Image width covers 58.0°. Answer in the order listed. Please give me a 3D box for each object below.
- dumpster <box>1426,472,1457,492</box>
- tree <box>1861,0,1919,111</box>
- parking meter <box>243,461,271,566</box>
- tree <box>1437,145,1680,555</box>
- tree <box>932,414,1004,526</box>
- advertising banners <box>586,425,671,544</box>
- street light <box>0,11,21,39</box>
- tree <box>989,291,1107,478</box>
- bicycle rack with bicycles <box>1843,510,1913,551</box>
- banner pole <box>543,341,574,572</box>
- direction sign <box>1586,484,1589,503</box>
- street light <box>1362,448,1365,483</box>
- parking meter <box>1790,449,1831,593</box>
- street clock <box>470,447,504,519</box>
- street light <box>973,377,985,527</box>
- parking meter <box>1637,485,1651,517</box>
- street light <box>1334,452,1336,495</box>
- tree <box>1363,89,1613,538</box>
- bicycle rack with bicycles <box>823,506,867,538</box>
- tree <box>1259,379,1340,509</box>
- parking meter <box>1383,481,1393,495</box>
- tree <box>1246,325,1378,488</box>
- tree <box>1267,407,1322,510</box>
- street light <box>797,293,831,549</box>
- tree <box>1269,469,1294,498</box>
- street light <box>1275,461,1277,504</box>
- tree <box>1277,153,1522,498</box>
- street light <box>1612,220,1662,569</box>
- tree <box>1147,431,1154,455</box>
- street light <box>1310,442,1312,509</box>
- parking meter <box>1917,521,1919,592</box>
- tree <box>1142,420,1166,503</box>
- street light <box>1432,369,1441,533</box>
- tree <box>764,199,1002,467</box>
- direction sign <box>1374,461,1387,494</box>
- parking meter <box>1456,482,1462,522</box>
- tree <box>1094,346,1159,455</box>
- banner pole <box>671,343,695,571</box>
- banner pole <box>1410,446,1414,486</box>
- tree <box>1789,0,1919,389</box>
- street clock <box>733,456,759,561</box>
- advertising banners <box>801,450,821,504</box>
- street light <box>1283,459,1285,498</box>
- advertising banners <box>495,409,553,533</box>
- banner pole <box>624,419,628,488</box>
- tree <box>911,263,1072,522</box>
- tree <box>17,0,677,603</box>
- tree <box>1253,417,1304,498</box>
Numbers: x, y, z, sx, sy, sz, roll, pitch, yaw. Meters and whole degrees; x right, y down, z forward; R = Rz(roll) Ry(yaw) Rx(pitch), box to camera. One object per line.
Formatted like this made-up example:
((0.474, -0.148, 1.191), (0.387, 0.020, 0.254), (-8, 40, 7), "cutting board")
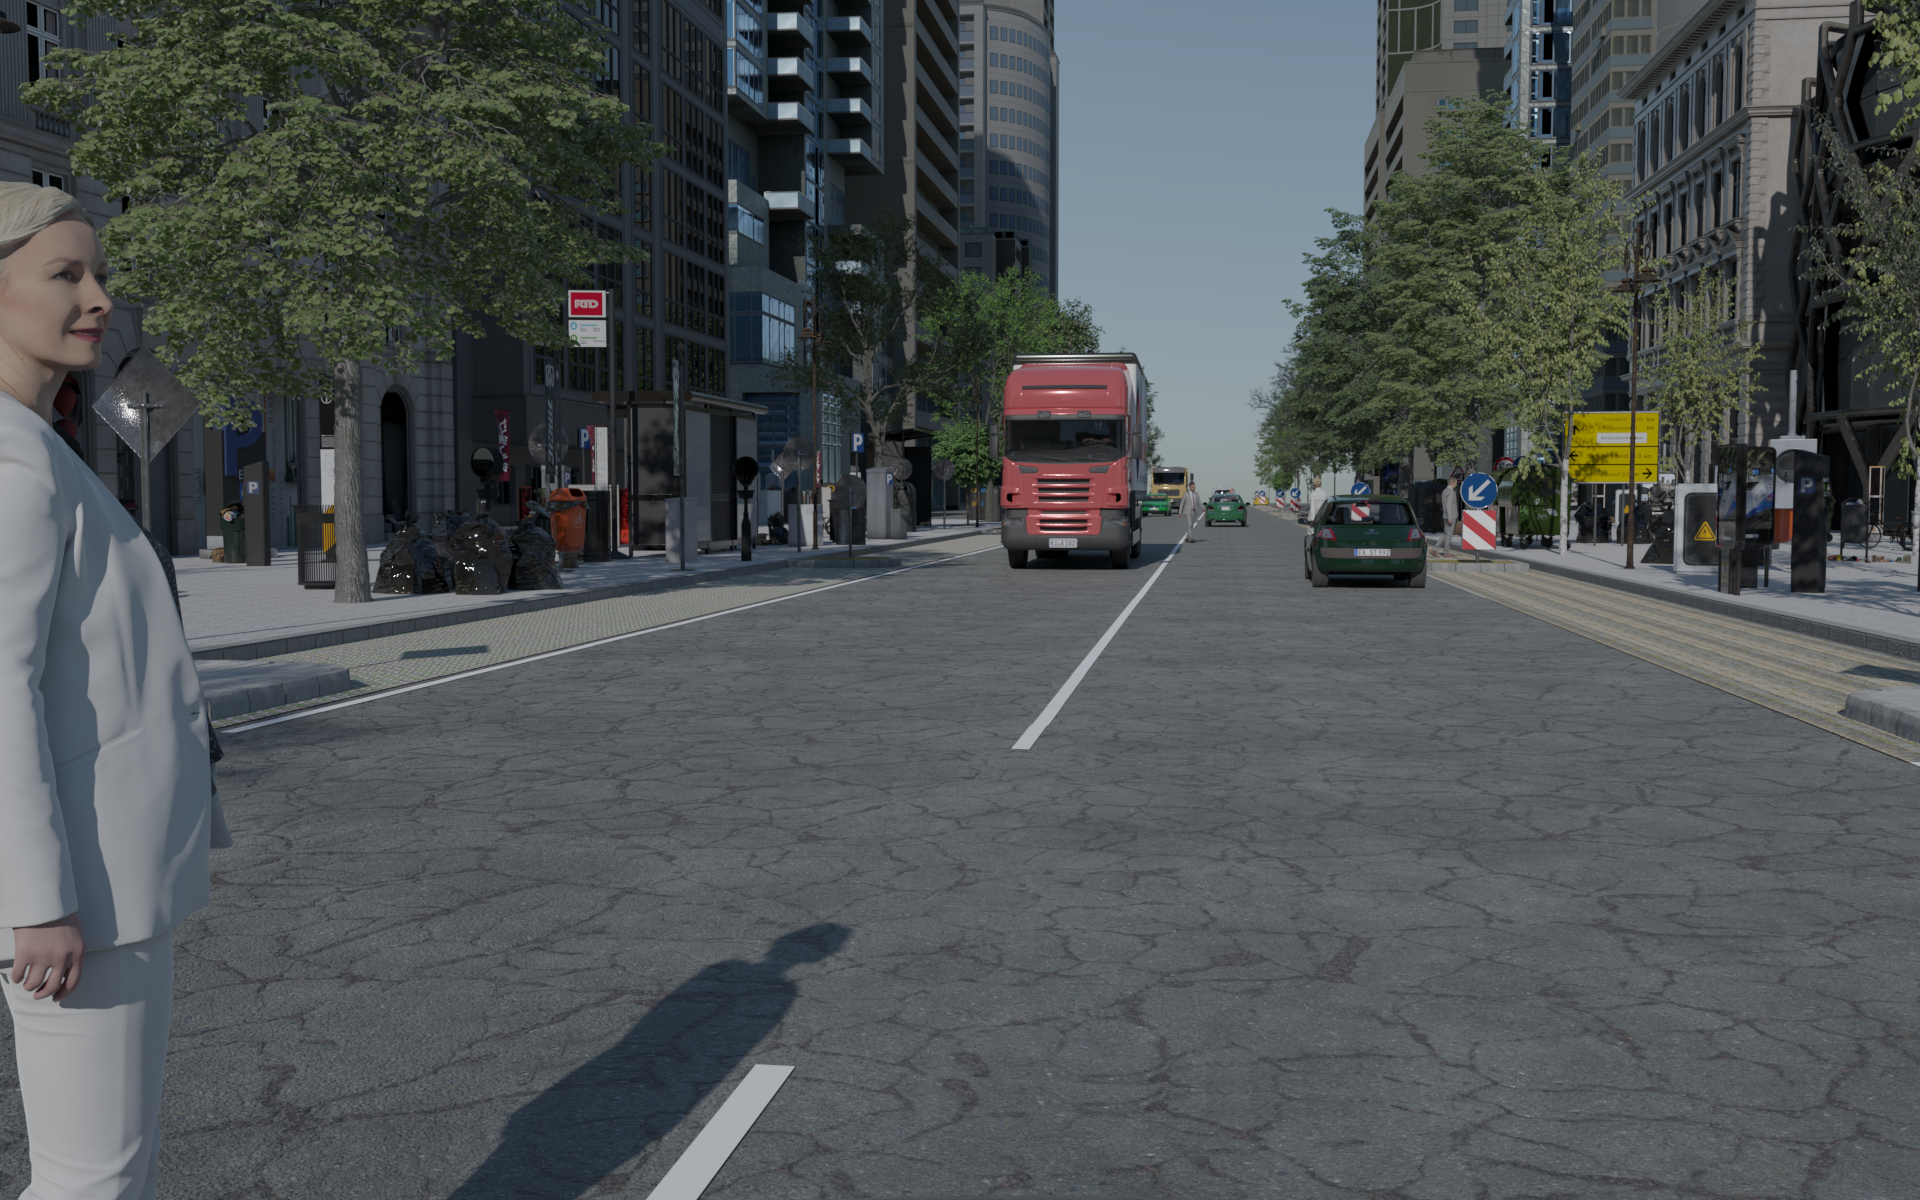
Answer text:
((21.387, -4.581, 77.391), (1.502, 2.255, 1.985), (1, 4, 8), "dumpster")
((9.449, -3.939, 14.766), (4.737, 8.622, 4.395), (0, 3, 0), "tree")
((-12.501, -1.534, 30.786), (0.399, 1.863, 0.255), (0, 4, 8), "parking meter")
((12.540, -5.266, 36.462), (4.737, 8.622, 4.395), (0, 3, 0), "tree")
((0.394, -5.280, 70.040), (4.285, 4.588, 4.351), (0, 3, 0), "tree")
((-8.477, -2.935, 44.181), (2.074, 3.025, 0.090), (-2, 4, -24), "advertising banners")
((-7.450, -2.427, 12.464), (0.468, 5.910, 1.993), (1, 4, 8), "street light")
((5.415, -11.062, 97.877), (9.611, 12.733, 9.660), (0, 3, 0), "tree")
((22.030, -1.626, 39.971), (2.925, 0.926, 2.852), (-1, 4, -16), "bicycle rack with bicycles")
((-6.597, -2.333, 28.170), (0.401, 3.779, 0.863), (0, 4, 7), "banner pole")
((24.053, -4.548, 66.360), (0.379, 3.537, 0.876), (1, 4, 12), "direction sign")
((19.489, -6.779, 83.623), (0.468, 5.910, 1.993), (1, 4, 8), "street light")
((11.053, -1.026, 22.493), (0.255, 1.863, 0.399), (-3, 5, -40), "parking meter")
((-7.264, -1.351, 26.653), (0.471, 2.002, 0.358), (2, 4, 26), "street clock")
((0.667, -5.746, 66.729), (0.468, 5.910, 1.993), (1, 4, 8), "street light")
((19.019, -2.432, 48.178), (0.372, 1.533, 0.369), (0, 3, 0), "parking meter")
((22.799, -8.105, 105.299), (0.468, 5.910, 1.993), (1, 4, 8), "street light")
((14.978, -8.023, 49.298), (7.486, 12.596, 7.792), (0, 3, 0), "tree")
((-3.227, -2.344, 51.712), (2.925, 0.926, 2.852), (0, 4, 6), "bicycle rack with bicycles")
((30.295, -13.601, 148.129), (9.928, 11.665, 9.643), (0, 3, 0), "tree")
((19.578, -4.495, 79.210), (0.399, 1.863, 0.255), (0, 4, -4), "parking meter")
((25.187, -12.912, 121.485), (12.009, 13.543, 11.850), (0, 3, 0), "tree")
((27.805, -11.546, 139.139), (4.360, 8.622, 3.978), (0, 3, 0), "tree")
((-3.355, -4.111, 39.995), (0.468, 5.910, 1.993), (1, 4, 8), "street light")
((41.266, -14.605, 222.510), (4.285, 4.588, 4.351), (0, 3, 0), "tree")
((39.231, -14.803, 214.820), (0.468, 5.910, 1.993), (1, 4, 8), "street light")
((17.185, -9.797, 66.836), (9.857, 13.997, 8.962), (0, 3, 0), "tree")
((11.505, -3.473, 29.570), (0.468, 5.910, 1.993), (1, 4, 8), "street light")
((16.146, -15.352, 176.762), (9.928, 11.665, 9.643), (0, 3, 0), "tree")
((26.783, -9.740, 132.038), (0.468, 5.910, 1.993), (1, 4, 8), "street light")
((12.780, -0.874, 22.694), (0.372, 1.533, 0.369), (0, 3, 0), "parking meter")
((14.495, -13.791, 159.901), (8.767, 10.594, 7.601), (0, 4, -6), "tree")
((15.472, -5.109, 56.312), (0.468, 5.910, 1.993), (1, 4, 8), "street light")
((-2.307, -7.323, 54.145), (8.767, 10.594, 7.601), (2, 4, 30), "tree")
((18.535, -5.159, 76.348), (0.876, 3.537, 0.379), (-3, 5, -40), "direction sign")
((22.597, -4.430, 78.142), (0.399, 1.863, 0.255), (1, 4, 22), "parking meter")
((12.357, -14.822, 149.002), (9.857, 13.997, 8.962), (0, 3, 0), "tree")
((-4.653, -2.363, 28.657), (0.401, 3.779, 0.863), (0, 4, 3), "banner pole")
((19.881, -5.271, 76.204), (0.401, 3.779, 0.863), (2, 4, 26), "banner pole")
((14.318, -4.549, 24.734), (4.360, 8.622, 3.978), (0, 3, 0), "tree")
((-4.095, -1.747, 33.134), (0.471, 2.002, 0.358), (-1, 4, -12), "street clock")
((-6.046, -4.535, 70.332), (0.090, 3.025, 2.074), (-2, 4, -26), "advertising banners")
((35.114, -13.158, 187.921), (0.468, 5.910, 1.993), (1, 4, 8), "street light")
((-9.186, -2.469, 36.548), (0.090, 3.025, 2.074), (1, 4, 20), "advertising banners")
((-9.219, -3.541, 47.910), (0.401, 3.779, 0.863), (0, 4, -5), "banner pole")
((1.332, -9.380, 79.110), (9.928, 11.665, 9.643), (0, 3, 0), "tree")
((-6.842, -6.228, 19.963), (7.486, 12.596, 7.792), (0, 3, 0), "tree")
((43.307, -19.211, 232.222), (7.486, 12.596, 7.792), (0, 3, 0), "tree")
